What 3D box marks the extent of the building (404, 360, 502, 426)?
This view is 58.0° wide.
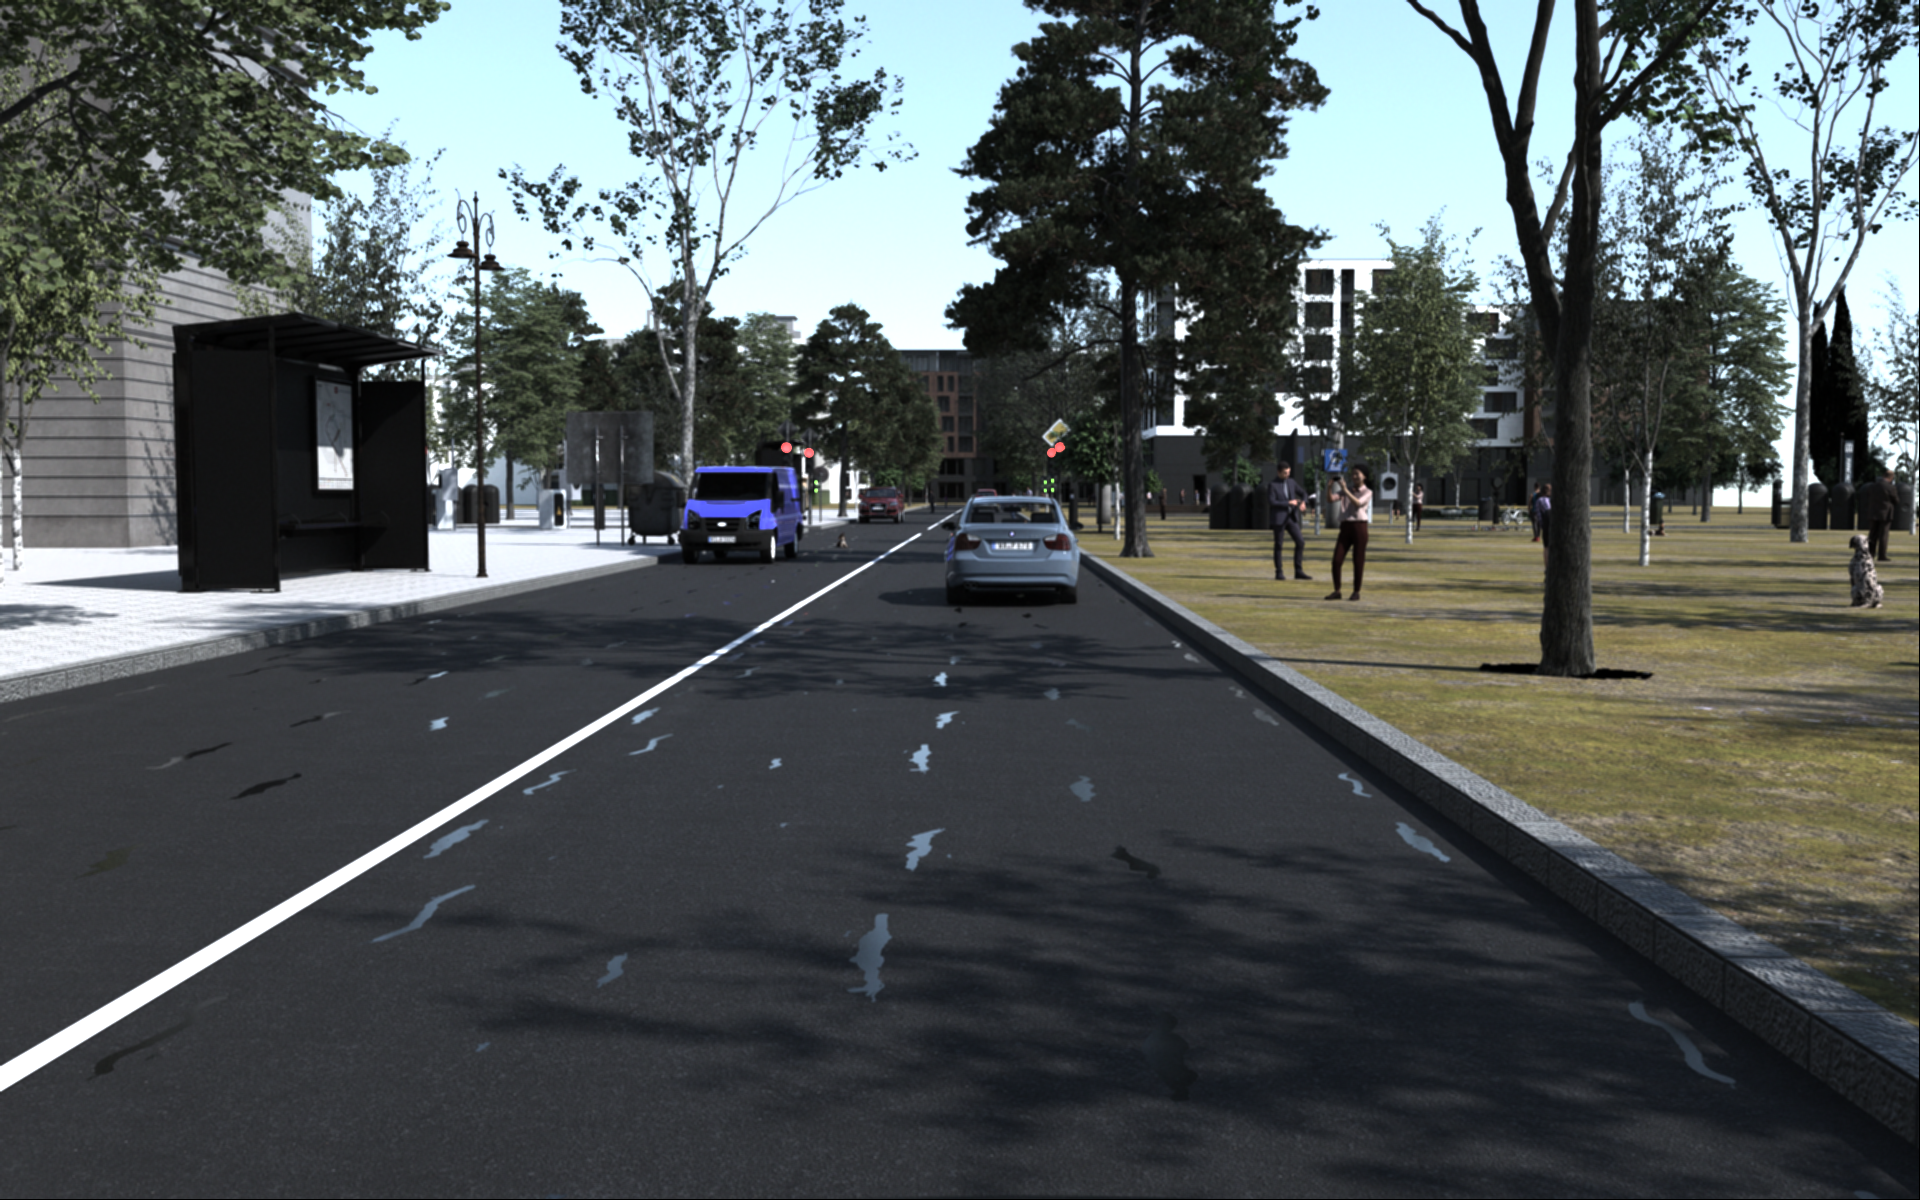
[{"bbox_3d":[-72.627,-24.062,249.839,11.380,20.091,16.016,0,4,1],"label":"building"}]

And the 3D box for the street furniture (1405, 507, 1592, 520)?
[{"bbox_3d":[28.210,-4.507,89.323,10.072,0.657,5.734,0,4,-7],"label":"street furniture"}]

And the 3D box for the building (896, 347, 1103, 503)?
[{"bbox_3d":[5.620,-25.141,255.031,32.646,21.610,27.936,0,4,1],"label":"building"}]

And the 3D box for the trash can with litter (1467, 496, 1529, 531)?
[{"bbox_3d":[18.930,-3.051,60.949,2.233,1.210,1.678,1,4,10],"label":"trash can with litter"}]

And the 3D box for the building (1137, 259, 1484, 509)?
[{"bbox_3d":[31.331,-19.748,166.861,27.936,21.610,32.646,0,4,1],"label":"building"}]

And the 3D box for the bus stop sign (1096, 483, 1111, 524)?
[{"bbox_3d":[6.095,-5.159,73.359,0.837,3.901,0.837,-1,4,-15],"label":"bus stop sign"}]

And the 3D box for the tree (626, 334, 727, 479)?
[{"bbox_3d":[-12.776,-7.864,78.943,4.360,8.622,3.978,0,3,0],"label":"tree"}]

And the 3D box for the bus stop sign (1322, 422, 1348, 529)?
[{"bbox_3d":[13.761,-4.566,63.663,0.837,3.901,0.837,0,4,5],"label":"bus stop sign"}]

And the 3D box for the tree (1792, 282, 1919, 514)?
[{"bbox_3d":[60.485,-12.937,113.333,13.155,14.587,18.604,0,4,-3],"label":"tree"}]

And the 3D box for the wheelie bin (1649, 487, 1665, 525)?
[{"bbox_3d":[29.046,-3.952,72.515,0.693,1.594,0.980,-3,5,-40],"label":"wheelie bin"}]

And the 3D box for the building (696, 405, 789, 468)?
[{"bbox_3d":[-20.490,-13.424,161.623,9.099,9.664,28.070,0,4,1],"label":"building"}]

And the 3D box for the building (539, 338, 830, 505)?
[{"bbox_3d":[-31.841,-20.663,204.294,31.486,18.905,16.747,0,4,1],"label":"building"}]

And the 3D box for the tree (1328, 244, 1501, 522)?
[{"bbox_3d":[20.854,-9.861,79.357,7.486,12.596,7.792,0,3,0],"label":"tree"}]

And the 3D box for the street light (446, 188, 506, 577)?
[{"bbox_3d":[-7.379,-3.289,26.567,0.468,5.910,1.993,0,4,1],"label":"street light"}]

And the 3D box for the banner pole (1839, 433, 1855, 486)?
[{"bbox_3d":[36.284,-4.953,71.004,0.863,3.779,0.401,-1,4,-17],"label":"banner pole"}]

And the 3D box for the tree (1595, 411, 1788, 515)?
[{"bbox_3d":[47.792,-9.244,114.041,11.467,7.101,20.602,0,4,-5],"label":"tree"}]

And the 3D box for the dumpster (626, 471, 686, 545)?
[{"bbox_3d":[-7.735,-2.342,44.045,1.264,1.857,1.865,0,4,1],"label":"dumpster"}]

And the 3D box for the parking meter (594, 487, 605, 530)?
[{"bbox_3d":[-12.961,-3.293,62.256,0.372,1.533,0.369,0,3,0],"label":"parking meter"}]

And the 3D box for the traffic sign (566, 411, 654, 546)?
[{"bbox_3d":[-8.632,-2.985,42.683,2.265,3.308,0.079,1,4,10],"label":"traffic sign"}]

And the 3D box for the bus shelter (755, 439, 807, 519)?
[{"bbox_3d":[-7.802,-5.220,76.633,1.731,3.624,6.357,0,4,1],"label":"bus shelter"}]

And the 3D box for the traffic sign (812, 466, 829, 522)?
[{"bbox_3d":[-6.411,-4.859,79.547,0.768,2.556,0.104,0,4,1],"label":"traffic sign"}]

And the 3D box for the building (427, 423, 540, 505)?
[{"bbox_3d":[-61.544,-16.352,209.499,28.070,9.664,9.099,0,4,1],"label":"building"}]

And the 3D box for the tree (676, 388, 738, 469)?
[{"bbox_3d":[-17.492,-10.179,116.784,4.737,8.622,4.395,0,3,0],"label":"tree"}]

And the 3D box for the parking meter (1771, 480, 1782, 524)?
[{"bbox_3d":[34.518,-4.128,73.198,0.399,1.863,0.255,-3,5,-39],"label":"parking meter"}]

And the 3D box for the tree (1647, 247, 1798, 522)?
[{"bbox_3d":[34.770,-9.880,79.657,7.486,12.596,7.792,0,3,0],"label":"tree"}]

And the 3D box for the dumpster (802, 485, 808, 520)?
[{"bbox_3d":[-8.102,-4.780,83.904,1.264,1.857,1.865,0,4,1],"label":"dumpster"}]

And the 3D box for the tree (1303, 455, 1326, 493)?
[{"bbox_3d":[29.724,-9.851,144.771,4.285,4.588,4.351,0,3,0],"label":"tree"}]

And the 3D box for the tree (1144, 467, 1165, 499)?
[{"bbox_3d":[15.362,-8.720,137.170,1.663,3.219,1.824,0,3,0],"label":"tree"}]

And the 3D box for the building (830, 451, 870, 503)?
[{"bbox_3d":[-24.892,-18.584,245.995,28.070,9.664,9.099,0,4,1],"label":"building"}]

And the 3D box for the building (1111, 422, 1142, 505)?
[{"bbox_3d":[21.948,-15.636,197.793,9.099,9.664,28.070,0,4,1],"label":"building"}]

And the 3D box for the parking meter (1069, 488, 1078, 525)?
[{"bbox_3d":[4.687,-3.866,71.626,0.372,1.533,0.369,0,3,0],"label":"parking meter"}]

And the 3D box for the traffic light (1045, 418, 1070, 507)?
[{"bbox_3d":[3.636,-4.545,63.558,0.839,4.213,0.868,0,4,1],"label":"traffic light"}]

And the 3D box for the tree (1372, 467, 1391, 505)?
[{"bbox_3d":[30.405,-7.934,124.320,1.663,3.219,1.824,0,3,0],"label":"tree"}]

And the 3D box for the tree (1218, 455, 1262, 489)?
[{"bbox_3d":[22.351,-9.491,138.887,4.285,4.588,4.351,0,3,0],"label":"tree"}]

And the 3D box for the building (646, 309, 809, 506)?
[{"bbox_3d":[-23.956,-19.863,181.186,16.016,20.091,11.380,0,4,1],"label":"building"}]

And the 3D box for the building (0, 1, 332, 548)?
[{"bbox_3d":[-31.173,-12.520,46.506,24.055,21.916,13.314,0,4,1],"label":"building"}]

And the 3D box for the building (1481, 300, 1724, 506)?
[{"bbox_3d":[64.480,-21.587,196.925,32.646,21.610,27.936,0,4,1],"label":"building"}]

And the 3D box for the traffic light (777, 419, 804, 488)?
[{"bbox_3d":[-6.324,-4.554,63.700,0.839,4.213,0.868,0,4,1],"label":"traffic light"}]

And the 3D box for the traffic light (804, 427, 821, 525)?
[{"bbox_3d":[-6.197,-5.042,71.684,0.839,4.213,0.868,0,4,1],"label":"traffic light"}]

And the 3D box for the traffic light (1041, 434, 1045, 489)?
[{"bbox_3d":[3.763,-5.033,71.542,0.839,4.213,0.868,0,4,1],"label":"traffic light"}]

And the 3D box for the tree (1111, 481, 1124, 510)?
[{"bbox_3d":[12.768,-8.783,138.195,1.663,3.219,1.824,0,3,0],"label":"tree"}]

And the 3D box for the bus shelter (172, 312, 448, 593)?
[{"bbox_3d":[-9.340,-2.095,25.536,1.731,3.624,6.357,0,4,1],"label":"bus shelter"}]
